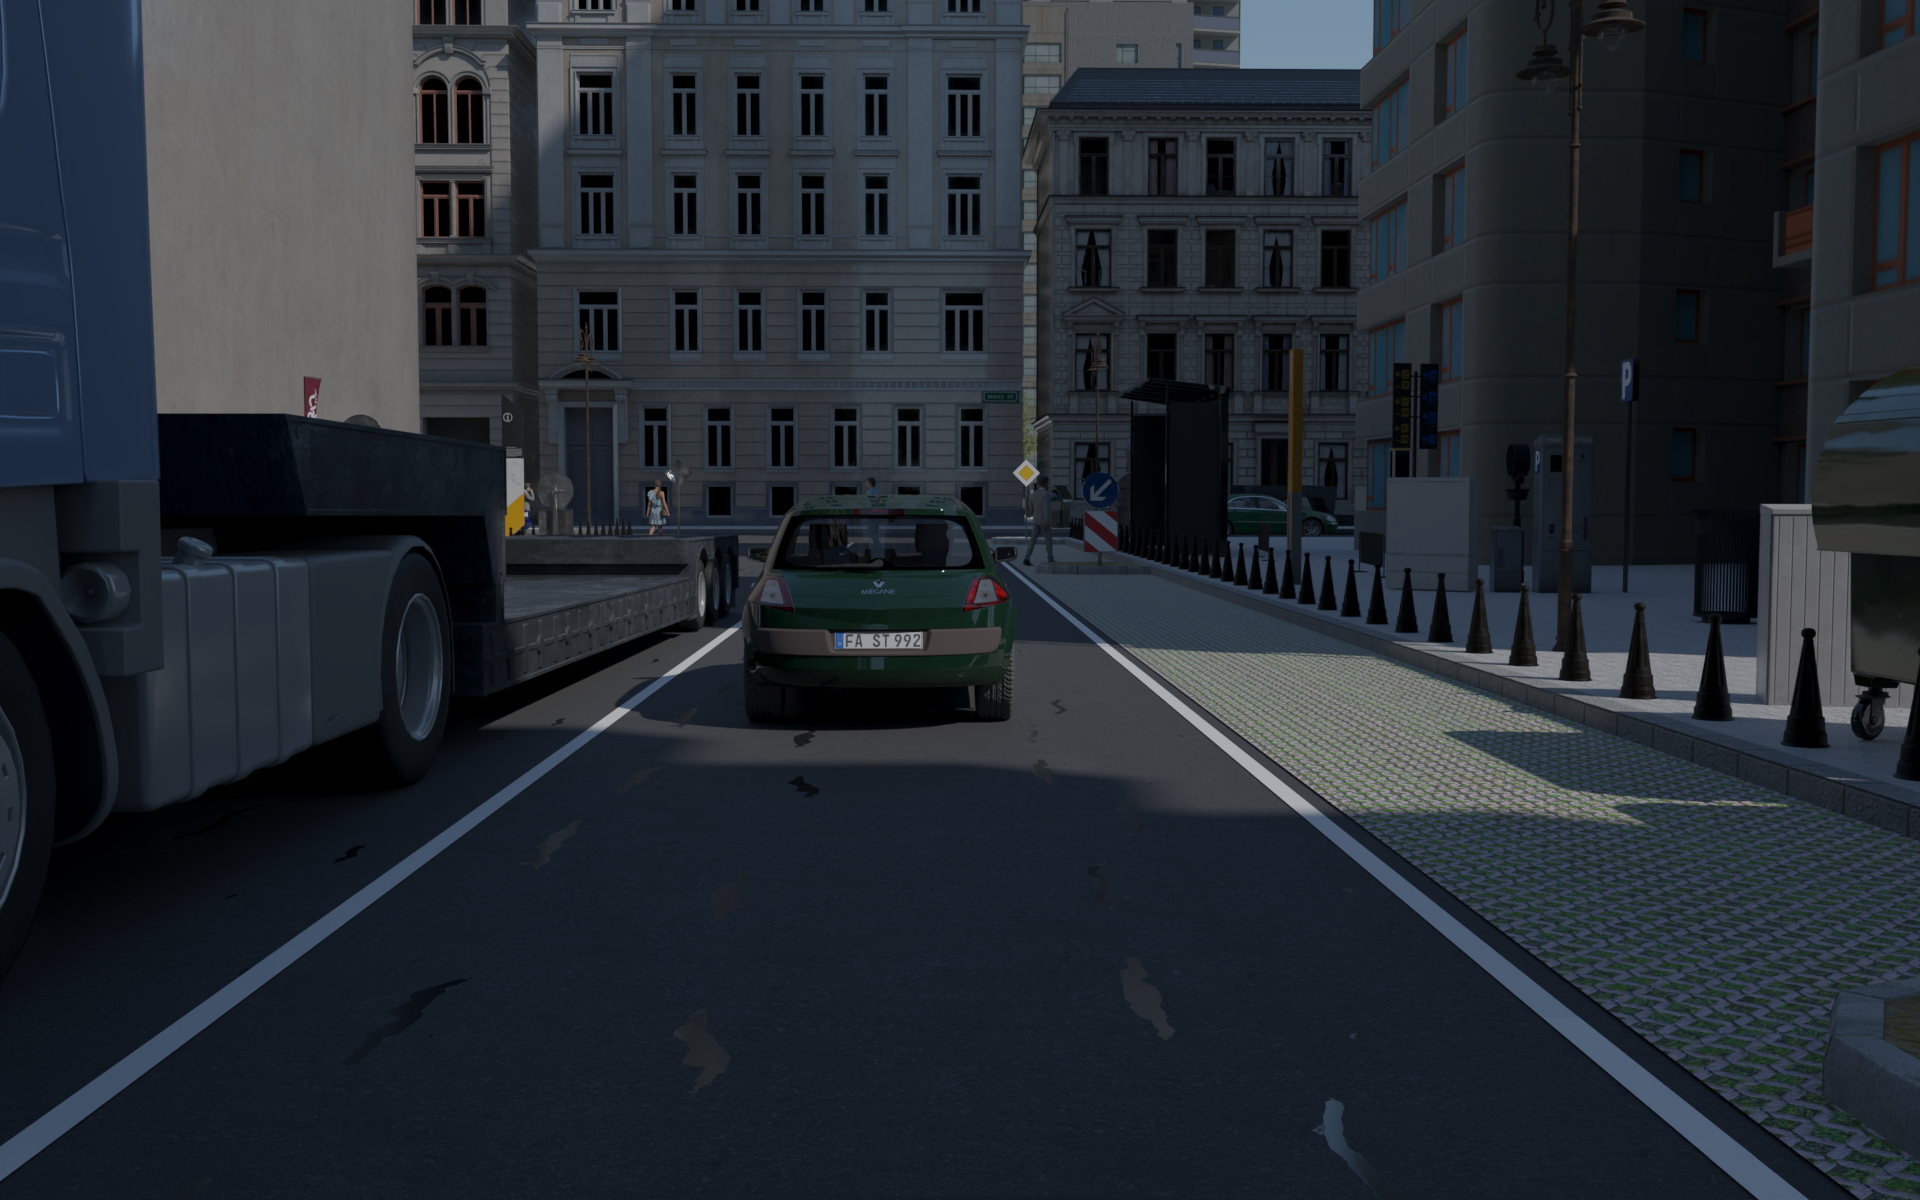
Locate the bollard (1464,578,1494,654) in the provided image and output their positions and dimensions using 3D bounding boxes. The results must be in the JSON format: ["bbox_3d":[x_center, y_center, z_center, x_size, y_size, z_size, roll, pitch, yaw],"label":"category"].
[{"bbox_3d":[4.196,0.126,13.990,0.229,0.601,0.229,0,3,0],"label":"bollard"}]

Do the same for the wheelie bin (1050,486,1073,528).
[{"bbox_3d":[3.785,-3.531,65.636,0.693,1.594,0.980,3,5,44],"label":"wheelie bin"}]

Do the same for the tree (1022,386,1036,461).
[{"bbox_3d":[3.972,-10.311,118.953,4.737,8.622,4.395,0,3,0],"label":"tree"}]

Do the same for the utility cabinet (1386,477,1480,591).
[{"bbox_3d":[6.272,-0.875,22.993,1.173,1.500,0.318,3,5,41],"label":"utility cabinet"}]

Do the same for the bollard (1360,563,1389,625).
[{"bbox_3d":[4.123,-0.065,17.103,0.229,0.601,0.229,0,3,0],"label":"bollard"}]

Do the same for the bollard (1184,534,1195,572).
[{"bbox_3d":[3.852,-0.760,28.468,0.229,0.601,0.229,0,3,0],"label":"bollard"}]

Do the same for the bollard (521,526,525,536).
[{"bbox_3d":[-9.195,-1.246,36.421,0.229,0.601,0.229,0,3,0],"label":"bollard"}]

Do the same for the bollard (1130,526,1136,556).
[{"bbox_3d":[3.683,-1.201,35.679,0.229,0.601,0.229,0,3,0],"label":"bollard"}]

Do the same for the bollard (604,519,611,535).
[{"bbox_3d":[-9.415,-1.815,45.721,0.229,0.601,0.229,0,3,0],"label":"bollard"}]

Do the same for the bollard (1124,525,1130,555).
[{"bbox_3d":[3.658,-1.264,36.716,0.229,0.601,0.229,0,3,0],"label":"bollard"}]

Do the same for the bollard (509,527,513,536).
[{"bbox_3d":[-9.173,-1.183,35.387,0.229,0.601,0.229,0,3,0],"label":"bollard"}]

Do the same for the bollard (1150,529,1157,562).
[{"bbox_3d":[3.757,-1.013,32.600,0.229,0.601,0.229,0,3,0],"label":"bollard"}]

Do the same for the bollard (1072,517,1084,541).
[{"bbox_3d":[3.367,-2.021,49.081,0.229,0.601,0.229,0,3,0],"label":"bollard"}]

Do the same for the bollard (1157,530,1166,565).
[{"bbox_3d":[3.777,-0.950,31.570,0.229,0.601,0.229,0,3,0],"label":"bollard"}]

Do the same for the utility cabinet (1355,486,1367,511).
[{"bbox_3d":[11.291,-2.332,46.802,1.173,1.500,0.318,2,4,30],"label":"utility cabinet"}]

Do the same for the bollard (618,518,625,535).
[{"bbox_3d":[-9.460,-1.942,47.787,0.229,0.601,0.229,0,3,0],"label":"bollard"}]

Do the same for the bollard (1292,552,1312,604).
[{"bbox_3d":[4.049,-0.255,20.211,0.229,0.601,0.229,0,3,0],"label":"bollard"}]

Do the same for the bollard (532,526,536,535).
[{"bbox_3d":[-9.221,-1.310,37.461,0.229,0.601,0.229,0,3,0],"label":"bollard"}]

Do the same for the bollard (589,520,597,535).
[{"bbox_3d":[-9.365,-1.689,43.652,0.229,0.601,0.229,0,3,0],"label":"bollard"}]

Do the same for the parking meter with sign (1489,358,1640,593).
[{"bbox_3d":[7.833,-1.607,22.529,1.738,3.016,0.543,0,4,5],"label":"parking meter with sign"}]

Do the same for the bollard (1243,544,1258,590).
[{"bbox_3d":[3.977,-0.444,23.299,0.229,0.601,0.229,0,3,0],"label":"bollard"}]

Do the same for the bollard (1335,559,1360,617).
[{"bbox_3d":[4.097,-0.129,18.144,0.229,0.601,0.229,0,3,0],"label":"bollard"}]

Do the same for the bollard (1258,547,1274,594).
[{"bbox_3d":[4.000,-0.381,22.264,0.229,0.601,0.229,0,3,0],"label":"bollard"}]

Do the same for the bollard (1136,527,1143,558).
[{"bbox_3d":[3.705,-1.138,34.653,0.229,0.601,0.229,0,3,0],"label":"bollard"}]

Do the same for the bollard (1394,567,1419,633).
[{"bbox_3d":[4.147,-0.001,16.060,0.229,0.601,0.229,0,3,0],"label":"bollard"}]

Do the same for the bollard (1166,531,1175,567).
[{"bbox_3d":[3.802,-0.886,30.520,0.229,0.601,0.229,0,3,0],"label":"bollard"}]

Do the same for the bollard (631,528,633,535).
[{"bbox_3d":[-9.511,-2.068,49.850,0.229,0.601,0.229,0,3,0],"label":"bollard"}]

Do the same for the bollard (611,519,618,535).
[{"bbox_3d":[-9.440,-1.879,46.760,0.229,0.601,0.229,0,3,0],"label":"bollard"}]

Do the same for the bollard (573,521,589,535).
[{"bbox_3d":[-9.341,-1.626,42.626,0.229,0.601,0.229,0,3,0],"label":"bollard"}]

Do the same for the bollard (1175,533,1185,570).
[{"bbox_3d":[3.829,-0.823,29.494,0.229,0.601,0.229,0,3,0],"label":"bollard"}]

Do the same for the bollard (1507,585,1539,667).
[{"bbox_3d":[4.220,0.188,12.961,0.229,0.601,0.229,0,3,0],"label":"bollard"}]

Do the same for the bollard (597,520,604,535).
[{"bbox_3d":[-9.389,-1.752,44.690,0.229,0.601,0.229,0,3,0],"label":"bollard"}]

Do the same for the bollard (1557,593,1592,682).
[{"bbox_3d":[4.242,0.251,11.930,0.229,0.601,0.229,0,3,0],"label":"bollard"}]

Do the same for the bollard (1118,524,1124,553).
[{"bbox_3d":[3.631,-1.327,37.744,0.229,0.601,0.229,0,3,0],"label":"bollard"}]

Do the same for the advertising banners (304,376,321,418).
[{"bbox_3d":[-9.768,-1.776,25.222,0.090,3.025,2.074,0,4,7],"label":"advertising banners"}]

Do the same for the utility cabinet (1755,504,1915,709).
[{"bbox_3d":[5.422,0.040,10.508,1.020,1.237,0.306,1,4,12],"label":"utility cabinet"}]

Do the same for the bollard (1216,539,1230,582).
[{"bbox_3d":[3.925,-0.571,25.378,0.229,0.601,0.229,0,3,0],"label":"bollard"}]

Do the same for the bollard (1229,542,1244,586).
[{"bbox_3d":[3.950,-0.508,24.340,0.229,0.601,0.229,0,3,0],"label":"bollard"}]

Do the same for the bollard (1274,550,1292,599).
[{"bbox_3d":[4.023,-0.318,21.237,0.229,0.601,0.229,0,3,0],"label":"bollard"}]

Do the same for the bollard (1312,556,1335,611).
[{"bbox_3d":[4.071,-0.191,19.170,0.229,0.601,0.229,0,3,0],"label":"bollard"}]

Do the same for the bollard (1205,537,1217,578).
[{"bbox_3d":[3.905,-0.634,26.405,0.229,0.601,0.229,0,3,0],"label":"bollard"}]

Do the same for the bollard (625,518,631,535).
[{"bbox_3d":[-9.485,-2.004,48.815,0.229,0.601,0.229,0,3,0],"label":"bollard"}]

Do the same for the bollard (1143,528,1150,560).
[{"bbox_3d":[3.734,-1.076,33.627,0.229,0.601,0.229,0,3,0],"label":"bollard"}]

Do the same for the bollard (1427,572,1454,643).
[{"bbox_3d":[4.174,0.062,15.034,0.229,0.601,0.229,0,3,0],"label":"bollard"}]

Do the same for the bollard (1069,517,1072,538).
[{"bbox_3d":[3.343,-2.084,50.108,0.229,0.601,0.229,0,3,0],"label":"bollard"}]

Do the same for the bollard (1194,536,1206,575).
[{"bbox_3d":[3.878,-0.697,27.431,0.229,0.601,0.229,0,3,0],"label":"bollard"}]
